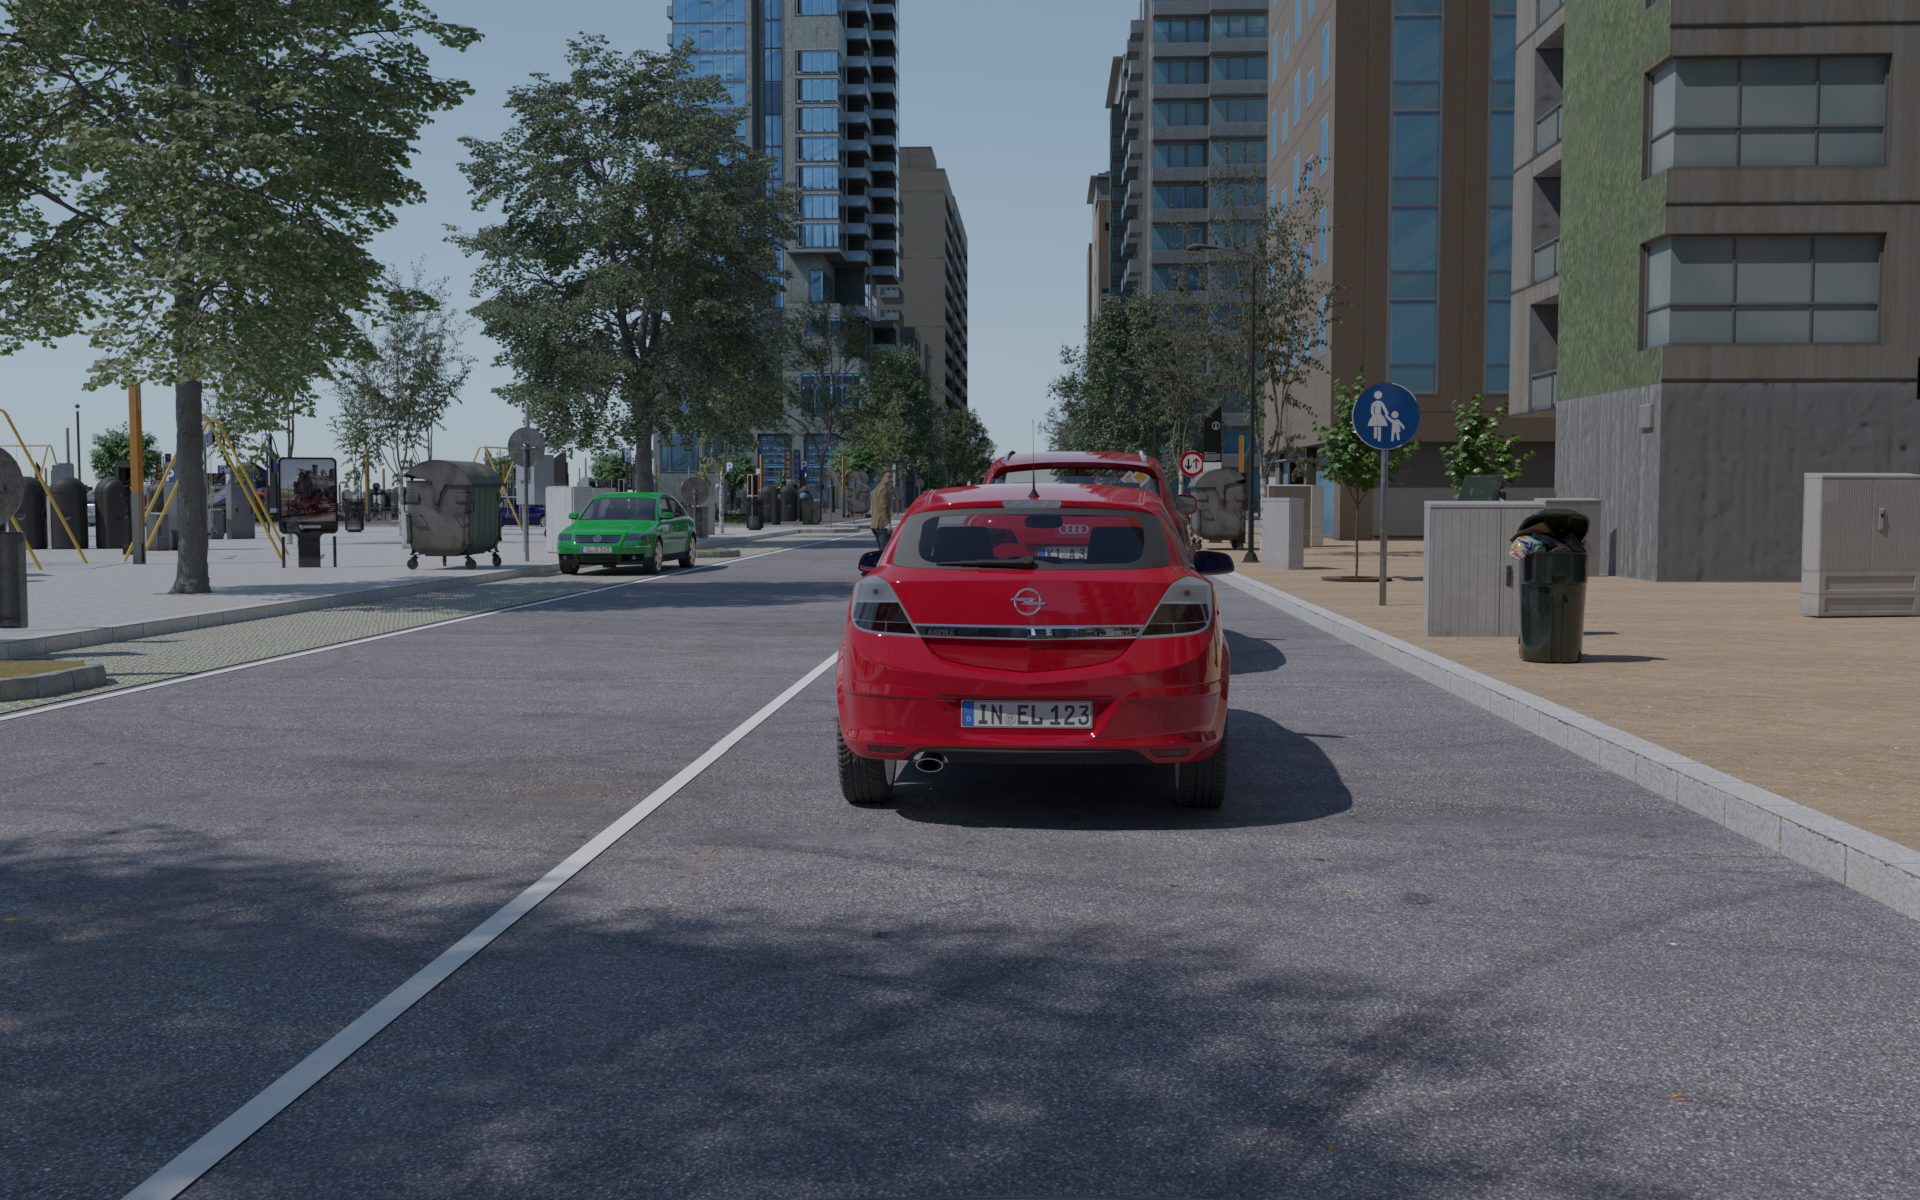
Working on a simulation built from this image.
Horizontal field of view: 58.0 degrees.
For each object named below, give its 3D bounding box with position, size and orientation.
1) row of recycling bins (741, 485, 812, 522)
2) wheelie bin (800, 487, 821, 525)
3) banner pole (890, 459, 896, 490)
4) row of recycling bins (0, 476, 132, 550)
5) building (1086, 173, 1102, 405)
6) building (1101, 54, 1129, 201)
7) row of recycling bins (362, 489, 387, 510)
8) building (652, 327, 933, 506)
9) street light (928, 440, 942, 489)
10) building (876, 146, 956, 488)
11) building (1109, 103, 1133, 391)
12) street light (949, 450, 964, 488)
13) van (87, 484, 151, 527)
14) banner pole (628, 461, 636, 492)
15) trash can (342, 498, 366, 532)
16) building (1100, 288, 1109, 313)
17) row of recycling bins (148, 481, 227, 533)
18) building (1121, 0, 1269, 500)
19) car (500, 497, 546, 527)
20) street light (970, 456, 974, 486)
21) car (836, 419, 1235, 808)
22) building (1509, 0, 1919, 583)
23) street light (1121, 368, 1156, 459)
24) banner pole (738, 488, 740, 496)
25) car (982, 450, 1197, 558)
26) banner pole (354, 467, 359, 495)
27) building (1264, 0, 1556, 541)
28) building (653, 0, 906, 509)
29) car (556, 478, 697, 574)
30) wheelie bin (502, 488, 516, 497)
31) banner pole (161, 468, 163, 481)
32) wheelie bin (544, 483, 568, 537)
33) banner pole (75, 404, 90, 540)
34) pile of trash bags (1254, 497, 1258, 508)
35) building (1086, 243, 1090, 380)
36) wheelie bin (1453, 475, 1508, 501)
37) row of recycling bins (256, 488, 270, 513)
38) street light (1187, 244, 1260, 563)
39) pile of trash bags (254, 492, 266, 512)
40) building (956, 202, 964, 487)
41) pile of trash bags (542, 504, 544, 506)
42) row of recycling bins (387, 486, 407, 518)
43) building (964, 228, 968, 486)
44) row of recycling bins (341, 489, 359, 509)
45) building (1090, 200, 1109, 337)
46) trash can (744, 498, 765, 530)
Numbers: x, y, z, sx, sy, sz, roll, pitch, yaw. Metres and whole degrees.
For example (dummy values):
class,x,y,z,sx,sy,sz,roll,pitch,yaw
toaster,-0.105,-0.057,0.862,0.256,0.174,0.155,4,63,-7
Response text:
class,x,y,z,sx,sy,sz,roll,pitch,yaw
row of recycling bins,-8.485,-4.531,81.194,3.534,1.692,1.069,0,4,-6
wheelie bin,-6.301,-3.955,72.568,0.693,1.594,0.980,2,4,25
banner pole,-4.719,-8.042,121.508,0.401,3.779,0.863,-3,4,-39
row of recycling bins,-21.215,-2.036,40.398,3.534,1.692,1.069,-1,4,-15
building,34.813,-42.042,276.630,28.713,52.752,27.495,0,4,3
building,31.898,-37.646,204.753,28.713,52.752,27.495,0,4,3
row of recycling bins,-43.865,-7.639,132.017,1.069,1.692,3.534,2,4,26
building,-17.766,-21.380,194.600,27.650,21.520,28.899,0,4,3
street light,-2.155,-10.791,148.969,1.470,5.913,1.316,0,4,3
building,-12.166,-37.997,244.946,21.300,48.544,21.600,0,4,3
building,22.827,-30.631,184.407,14.154,41.232,14.086,0,4,3
street light,-0.601,-12.730,180.677,1.470,5.913,1.316,0,4,3
van,-34.556,-3.871,70.309,4.112,2.044,2.013,0,4,2
banner pole,-24.606,-8.544,129.710,0.863,3.779,0.401,-1,4,-13
trash can,-20.338,-2.844,58.152,0.748,1.137,0.748,0,3,0
building,26.517,-28.786,242.357,14.160,30.474,14.107,0,4,3
row of recycling bins,-24.948,-3.008,56.298,1.069,1.692,3.534,1,4,17
building,26.509,-33.119,161.096,23.786,49.044,30.456,0,4,3
car,-17.515,-3.478,69.448,3.894,1.354,1.945,0,4,2
street light,0.989,-14.669,212.383,1.470,5.913,1.316,0,4,3
car,0.449,-0.025,9.451,2.155,1.783,4.494,0,4,4
building,17.479,-21.213,30.430,14.154,41.232,14.086,0,4,3
street light,6.655,-5.594,64.010,1.470,5.913,1.316,0,4,3
banner pole,-17.625,-9.148,139.580,0.863,3.779,0.401,1,4,19
car,1.081,-0.450,16.023,2.281,1.827,5.304,0,4,4
banner pole,-49.594,-9.311,142.255,0.863,3.779,0.401,3,5,41
building,17.269,-24.607,52.443,14.600,45.320,14.200,0,4,3
building,-15.881,-51.981,162.565,22.319,86.520,31.000,0,4,3
car,-6.128,-1.429,32.166,1.959,1.807,4.718,0,4,4
wheelie bin,-22.832,-4.921,88.359,0.980,1.594,0.693,-1,4,-12
banner pole,-67.345,-9.527,145.785,0.863,3.779,0.401,1,4,10
wheelie bin,-11.992,-2.667,51.513,0.980,1.594,0.693,1,4,10
banner pole,-24.601,-3.571,48.407,0.401,3.779,0.863,-2,4,-24
pile of trash bags,21.599,-7.292,128.982,1.912,1.369,3.447,-1,4,-18
building,28.852,-39.652,298.412,14.600,45.320,14.200,0,4,3
wheelie bin,8.555,-1.255,28.433,0.980,1.594,0.693,3,5,40
row of recycling bins,-43.917,-6.276,109.731,3.534,1.692,1.069,2,4,33
street light,4.909,-3.656,32.311,1.470,5.913,1.316,0,4,3
pile of trash bags,-54.991,-7.627,134.459,1.912,1.369,3.447,-3,5,-40
building,-10.935,-39.313,266.471,21.300,48.544,21.600,0,4,3
pile of trash bags,-20.390,-4.949,90.661,3.447,1.369,1.912,0,4,-3
row of recycling bins,-30.028,-5.261,93.130,1.069,1.692,3.534,-1,4,-21
building,-9.829,-40.674,288.726,21.300,48.544,21.600,0,4,3
row of recycling bins,-51.380,-8.682,149.062,3.534,1.692,1.069,-2,4,-27
building,27.162,-37.082,256.396,14.600,45.320,14.200,0,4,3
trash can,-7.254,-3.035,61.268,0.748,1.137,0.748,0,3,0
